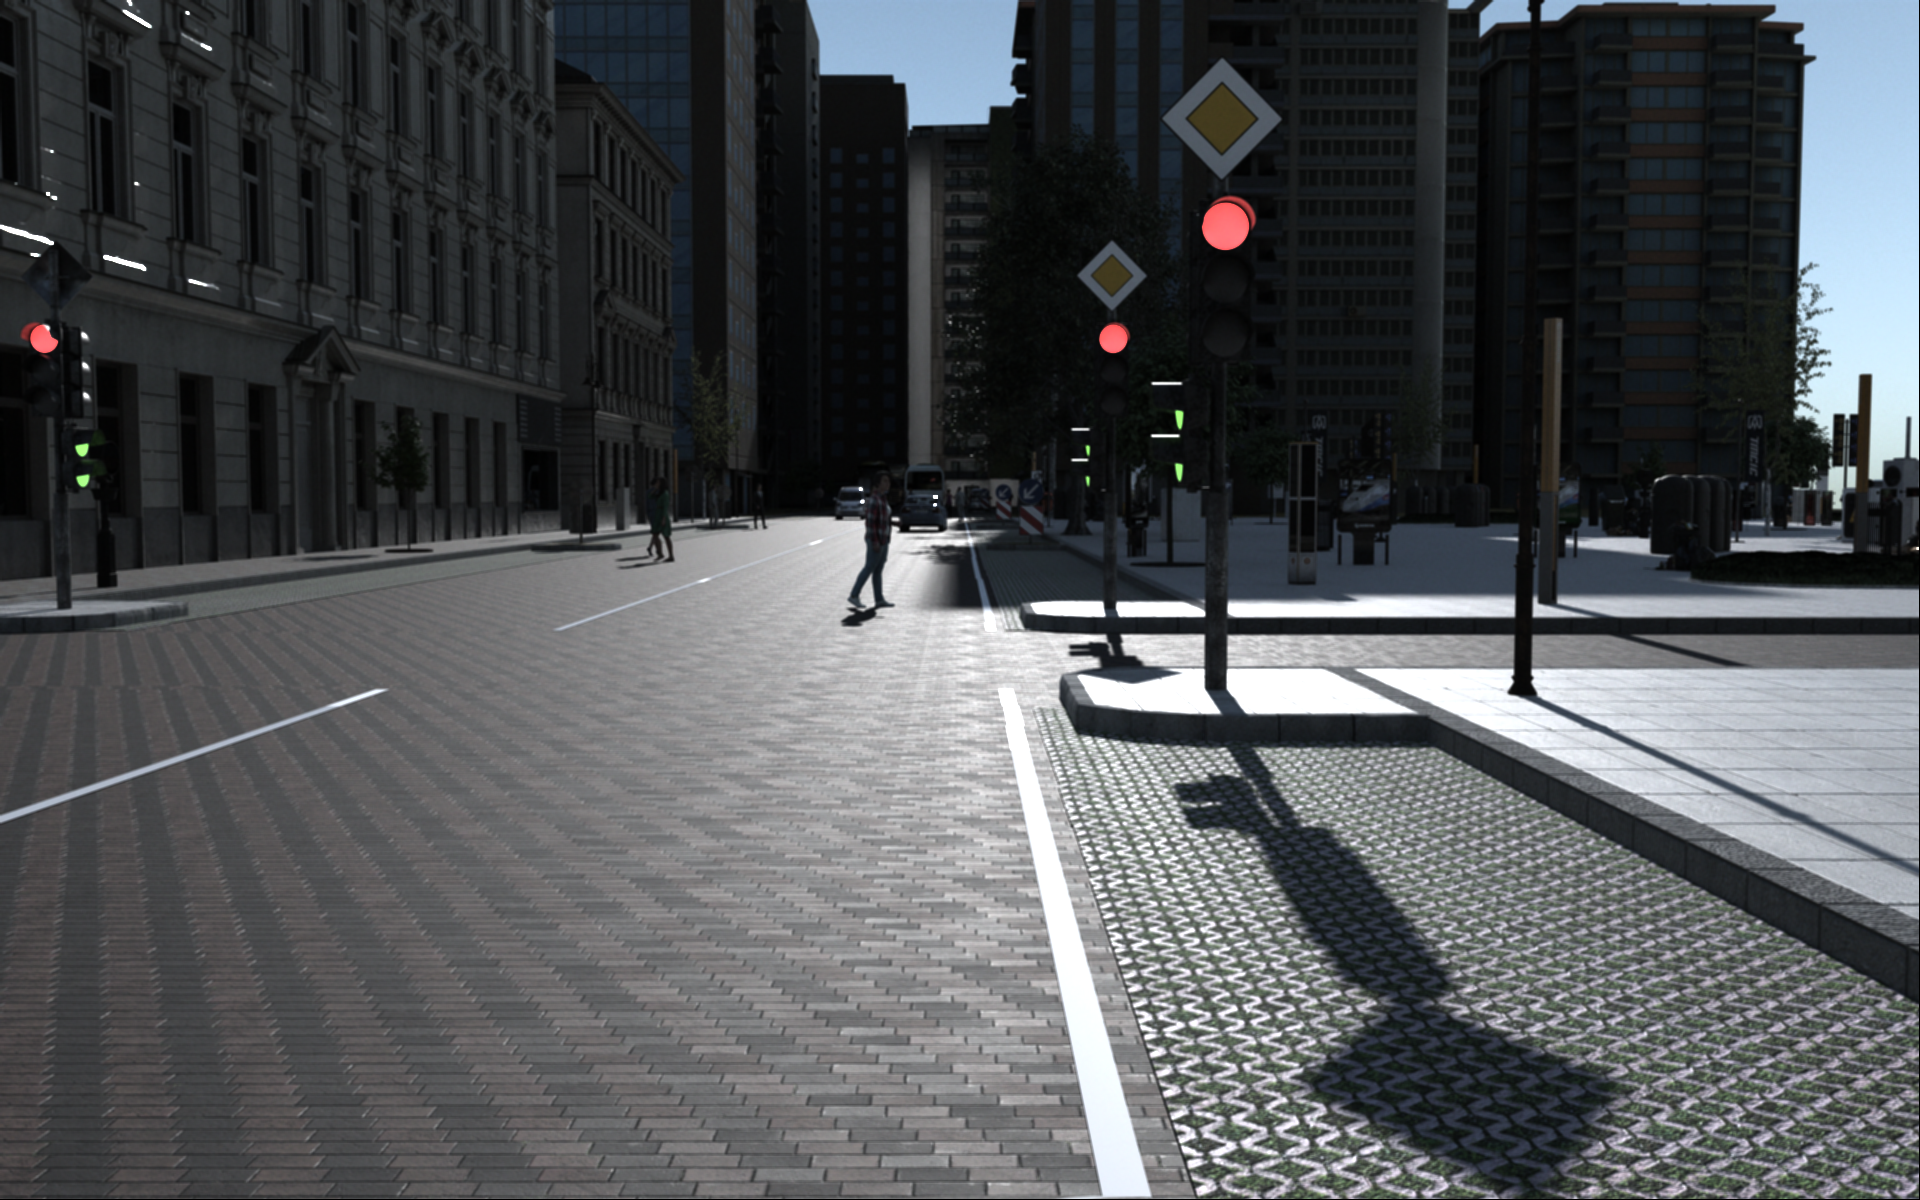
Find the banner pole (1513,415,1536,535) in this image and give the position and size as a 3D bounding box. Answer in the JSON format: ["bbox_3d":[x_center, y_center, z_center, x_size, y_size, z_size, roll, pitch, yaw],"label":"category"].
[{"bbox_3d":[17.765,-3.934,54.332,0.863,3.779,0.401,-2,4,-28],"label":"banner pole"}]

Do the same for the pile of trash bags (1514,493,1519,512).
[{"bbox_3d":[29.704,-4.925,90.268,1.912,1.369,3.447,2,4,35],"label":"pile of trash bags"}]

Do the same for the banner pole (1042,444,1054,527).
[{"bbox_3d":[3.349,-4.721,67.203,0.401,3.779,0.863,-1,4,-23],"label":"banner pole"}]

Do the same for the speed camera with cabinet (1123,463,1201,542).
[{"bbox_3d":[5.458,-3.209,46.796,2.038,3.252,0.660,-1,4,-9],"label":"speed camera with cabinet"}]

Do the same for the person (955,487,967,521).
[{"bbox_3d":[0.015,-5.037,90.952,0.635,1.810,0.391,-3,5,-42],"label":"person"}]

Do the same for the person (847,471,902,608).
[{"bbox_3d":[-1.078,-0.772,21.957,0.643,1.720,0.563,1,4,11],"label":"person"}]

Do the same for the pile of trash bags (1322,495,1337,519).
[{"bbox_3d":[19.082,-4.862,89.241,1.912,1.369,3.447,-3,5,-40],"label":"pile of trash bags"}]

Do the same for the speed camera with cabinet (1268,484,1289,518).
[{"bbox_3d":[17.771,-6.107,94.185,2.038,3.252,0.660,-1,4,-19],"label":"speed camera with cabinet"}]

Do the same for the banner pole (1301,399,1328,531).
[{"bbox_3d":[9.315,-3.405,45.683,0.863,3.779,0.401,-1,4,-11],"label":"banner pole"}]

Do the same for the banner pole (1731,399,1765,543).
[{"bbox_3d":[20.776,-3.405,45.685,0.401,3.779,0.863,-3,5,-43],"label":"banner pole"}]

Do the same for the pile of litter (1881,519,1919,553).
[{"bbox_3d":[20.436,-1.404,36.920,1.176,0.858,1.719,0,4,1],"label":"pile of litter"}]

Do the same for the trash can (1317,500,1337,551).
[{"bbox_3d":[8.123,-1.678,39.085,0.748,1.137,0.748,0,3,0],"label":"trash can"}]

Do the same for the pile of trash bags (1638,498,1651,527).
[{"bbox_3d":[27.687,-3.517,67.251,1.912,1.369,3.447,0,4,0],"label":"pile of trash bags"}]

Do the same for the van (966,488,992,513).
[{"bbox_3d":[1.414,-7.500,129.637,2.013,2.044,4.112,0,4,-1],"label":"van"}]

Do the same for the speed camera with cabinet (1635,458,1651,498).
[{"bbox_3d":[37.589,-6.080,93.748,0.660,3.252,2.038,-2,4,-33],"label":"speed camera with cabinet"}]

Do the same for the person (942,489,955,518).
[{"bbox_3d":[-0.598,-5.715,102.616,1.217,1.739,0.721,-3,4,-38],"label":"person"}]

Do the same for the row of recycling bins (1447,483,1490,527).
[{"bbox_3d":[20.188,-3.744,68.325,1.069,1.692,3.534,2,4,26],"label":"row of recycling bins"}]

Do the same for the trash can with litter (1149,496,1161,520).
[{"bbox_3d":[9.684,-4.510,84.800,2.233,1.210,1.678,3,5,44],"label":"trash can with litter"}]

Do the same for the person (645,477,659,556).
[{"bbox_3d":[-7.122,-1.944,40.307,0.581,1.822,0.654,3,4,38],"label":"person"}]

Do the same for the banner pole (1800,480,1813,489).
[{"bbox_3d":[45.060,-6.241,92.051,0.401,3.779,0.863,-3,4,-38],"label":"banner pole"}]

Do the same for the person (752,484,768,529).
[{"bbox_3d":[-8.192,-3.838,71.020,0.659,1.850,0.755,-3,5,-39],"label":"person"}]

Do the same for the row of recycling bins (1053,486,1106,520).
[{"bbox_3d":[6.165,-4.887,87.016,3.534,1.692,1.069,3,5,40],"label":"row of recycling bins"}]

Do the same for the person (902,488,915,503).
[{"bbox_3d":[-2.996,-5.896,104.879,0.705,1.826,1.348,-3,5,-43],"label":"person"}]

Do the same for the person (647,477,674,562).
[{"bbox_3d":[-6.267,-1.702,36.574,0.529,1.795,0.600,-2,4,-32],"label":"person"}]

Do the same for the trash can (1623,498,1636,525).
[{"bbox_3d":[23.693,-3.065,61.764,0.748,1.137,0.748,0,3,0],"label":"trash can"}]

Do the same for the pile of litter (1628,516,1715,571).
[{"bbox_3d":[12.345,-0.927,29.123,1.176,0.858,1.719,-1,4,-16],"label":"pile of litter"}]

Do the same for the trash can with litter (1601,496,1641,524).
[{"bbox_3d":[28.516,-3.844,73.912,2.233,1.210,1.678,1,4,12],"label":"trash can with litter"}]

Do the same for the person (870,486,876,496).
[{"bbox_3d":[-4.425,-4.904,88.661,0.573,1.828,0.580,-1,4,-22],"label":"person"}]

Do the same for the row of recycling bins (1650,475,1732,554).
[{"bbox_3d":[16.189,-1.901,38.194,1.069,1.692,3.534,3,5,40],"label":"row of recycling bins"}]

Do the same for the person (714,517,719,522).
[{"bbox_3d":[-10.513,-3.693,73.889,0.505,1.210,0.382,3,5,40],"label":"person"}]

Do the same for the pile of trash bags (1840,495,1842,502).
[{"bbox_3d":[34.555,-3.402,65.370,1.912,1.369,3.447,3,4,36],"label":"pile of trash bags"}]

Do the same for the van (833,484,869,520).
[{"bbox_3d":[-6.184,-5.607,98.687,2.013,2.044,4.112,0,4,-1],"label":"van"}]

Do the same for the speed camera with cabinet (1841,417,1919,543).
[{"bbox_3d":[23.921,-3.100,45.023,0.660,3.252,2.038,-1,4,-15],"label":"speed camera with cabinet"}]

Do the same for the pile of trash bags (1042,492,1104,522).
[{"bbox_3d":[5.505,-4.396,81.630,3.447,1.369,1.912,1,4,11],"label":"pile of trash bags"}]

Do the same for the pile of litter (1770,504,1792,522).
[{"bbox_3d":[37.670,-3.975,78.962,1.176,0.858,1.719,0,4,2],"label":"pile of litter"}]

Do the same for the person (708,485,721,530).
[{"bbox_3d":[-9.871,-3.713,69.307,0.391,1.810,0.635,-3,4,-36],"label":"person"}]

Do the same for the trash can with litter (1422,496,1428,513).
[{"bbox_3d":[21.579,-4.213,79.942,1.678,1.210,2.233,1,4,19],"label":"trash can with litter"}]

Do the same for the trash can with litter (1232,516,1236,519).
[{"bbox_3d":[13.977,-4.874,90.754,1.678,1.210,2.233,3,4,38],"label":"trash can with litter"}]

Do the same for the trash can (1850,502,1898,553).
[{"bbox_3d":[16.132,-1.159,30.610,0.748,1.137,0.748,0,3,0],"label":"trash can"}]

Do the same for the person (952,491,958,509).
[{"bbox_3d":[-0.230,-9.569,164.962,0.705,1.824,1.348,3,5,42],"label":"person"}]

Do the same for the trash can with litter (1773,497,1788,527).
[{"bbox_3d":[32.287,-3.461,67.972,0.624,1.170,1.055,1,4,12],"label":"trash can with litter"}]

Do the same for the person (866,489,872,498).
[{"bbox_3d":[-6.195,-6.707,118.696,0.750,1.759,0.617,-1,4,-16],"label":"person"}]

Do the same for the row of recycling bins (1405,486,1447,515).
[{"bbox_3d":[23.732,-4.876,86.833,3.534,1.692,1.069,-2,4,-35],"label":"row of recycling bins"}]

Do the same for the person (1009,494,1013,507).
[{"bbox_3d":[5.083,-10.284,176.267,0.705,1.869,1.348,3,4,37],"label":"person"}]

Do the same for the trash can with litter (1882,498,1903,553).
[{"bbox_3d":[17.714,-1.346,33.068,1.678,1.210,2.233,0,4,1],"label":"trash can with litter"}]

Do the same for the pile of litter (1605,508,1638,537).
[{"bbox_3d":[20.318,-2.396,53.134,1.719,0.858,1.176,-3,4,-37],"label":"pile of litter"}]
